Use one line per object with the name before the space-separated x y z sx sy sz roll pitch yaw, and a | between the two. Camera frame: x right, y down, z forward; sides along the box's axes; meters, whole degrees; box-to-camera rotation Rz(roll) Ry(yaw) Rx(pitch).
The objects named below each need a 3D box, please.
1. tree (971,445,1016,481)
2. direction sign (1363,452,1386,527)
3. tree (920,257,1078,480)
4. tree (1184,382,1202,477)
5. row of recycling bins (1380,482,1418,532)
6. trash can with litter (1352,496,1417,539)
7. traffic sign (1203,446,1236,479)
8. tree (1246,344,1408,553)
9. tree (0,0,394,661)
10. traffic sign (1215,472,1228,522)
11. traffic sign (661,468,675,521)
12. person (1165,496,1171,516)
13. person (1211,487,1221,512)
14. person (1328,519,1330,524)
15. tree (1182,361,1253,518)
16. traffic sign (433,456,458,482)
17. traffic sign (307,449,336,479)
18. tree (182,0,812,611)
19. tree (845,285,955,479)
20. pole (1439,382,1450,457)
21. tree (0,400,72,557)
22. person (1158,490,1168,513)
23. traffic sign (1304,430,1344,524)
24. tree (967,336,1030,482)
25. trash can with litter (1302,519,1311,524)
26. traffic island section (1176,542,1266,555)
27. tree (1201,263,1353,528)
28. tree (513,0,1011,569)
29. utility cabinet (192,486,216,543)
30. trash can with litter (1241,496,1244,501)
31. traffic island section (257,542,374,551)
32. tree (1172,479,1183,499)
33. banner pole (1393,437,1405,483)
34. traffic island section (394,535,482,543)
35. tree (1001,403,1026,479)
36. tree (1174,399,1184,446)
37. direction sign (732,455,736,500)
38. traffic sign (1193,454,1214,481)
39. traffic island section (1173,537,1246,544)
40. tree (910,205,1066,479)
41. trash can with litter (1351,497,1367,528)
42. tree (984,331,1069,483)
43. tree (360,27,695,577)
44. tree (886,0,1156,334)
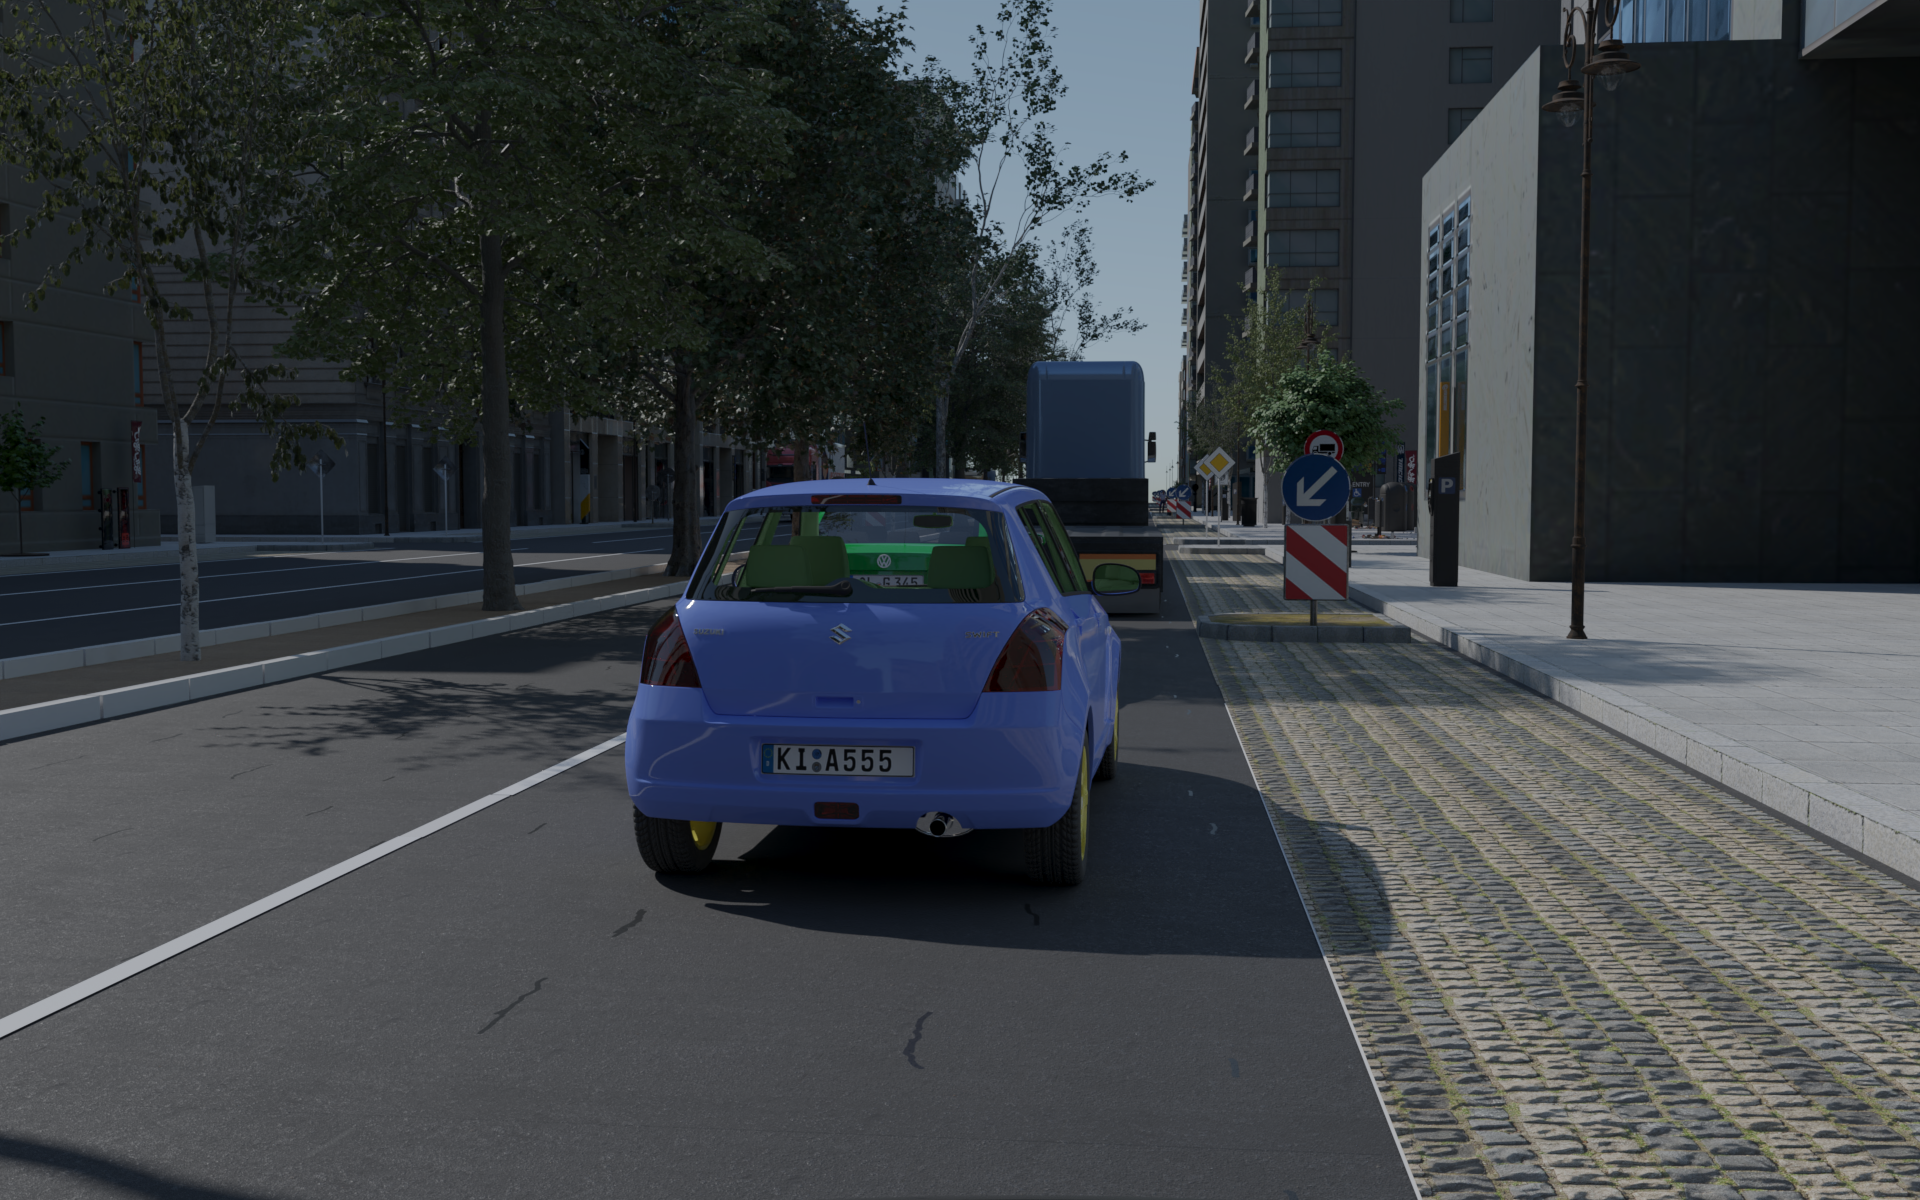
tree | 6.417 -22.073 286.652 9.928 11.665 9.643 0 3 0
direction sign | 16.356 -4.668 68.326 0.876 3.537 0.379 1 4 19
tree | 1.265 -10.621 86.474 12.009 13.543 11.850 0 3 0
tree | 11.385 -6.983 64.540 4.737 8.622 4.395 0 3 0
row of recycling bins | 15.322 -3.261 60.432 1.069 1.692 3.534 2 4 25
trash can with litter | 12.189 -2.386 50.072 1.678 1.210 2.233 0 4 7
traffic sign | 6.327 -2.445 42.173 0.795 2.593 0.064 0 4 6
tree | 8.018 -3.336 38.264 4.285 4.588 4.351 0 3 0
tree | -6.594 -3.762 14.326 4.360 8.622 3.978 0 3 0
traffic sign | 11.888 -4.686 78.751 0.606 2.300 0.079 1 4 14
traffic sign | -14.046 -5.092 83.365 0.768 2.556 0.104 1 4 15
person | 12.894 -5.964 106.428 0.576 1.772 0.534 -2 4 -23
person | 18.904 -7.335 126.068 1.348 1.812 0.705 -1 4 -15
person | 13.219 -3.399 61.796 0.511 1.800 0.466 3 5 43
tree | 14.250 -8.729 93.087 4.360 8.622 3.978 0 3 0
traffic sign | -15.601 -3.079 52.530 0.795 2.593 0.064 0 4 6
traffic sign | -16.439 -2.593 44.589 0.795 2.593 0.064 0 4 6
tree | -5.587 -6.108 20.451 7.486 12.596 7.792 0 3 0
tree | -2.144 -6.248 54.977 4.737 8.622 4.395 0 3 0
pole | 8.827 -2.311 31.623 0.158 3.312 0.155 0 3 0
tree | -19.357 -2.509 35.618 1.663 3.219 1.824 0 3 0
person | 15.401 -7.458 131.379 0.756 1.711 0.436 1 4 11
traffic sign | 7.199 -2.092 34.318 0.768 2.556 0.104 1 4 15
tree | 2.281 -9.757 96.399 8.767 10.594 7.601 0 4 6
trash can with litter | 14.452 -3.668 71.361 0.624 1.170 1.055 -1 4 -10
traffic island section | 6.351 -1.222 42.253 2.009 0.180 2.903 0 4 6
tree | 10.439 -6.392 54.865 4.737 8.622 4.395 0 3 0
tree | -3.637 -7.336 39.405 9.611 12.733 9.660 0 3 0
utility cabinet | -19.772 -2.238 45.268 0.318 1.500 1.173 -1 4 -11
trash can with litter | 16.920 -5.618 103.243 0.624 1.170 1.055 -1 4 -19
traffic island section | -16.463 -1.369 44.658 2.009 0.180 2.903 0 4 6
tree | 26.368 -13.216 210.685 1.663 3.219 1.824 0 3 0
banner pole | 18.519 -5.092 73.273 0.401 3.779 0.863 -2 4 -30
traffic island section | -15.625 -1.854 52.600 2.009 0.180 2.903 0 4 6
tree | 3.323 -9.152 102.451 4.360 8.622 3.978 0 3 0
tree | 16.325 -10.034 114.422 4.737 8.622 4.395 0 3 0
direction sign | -13.166 -6.665 100.969 0.379 3.537 0.876 0 4 5
traffic sign | 7.165 -2.931 50.114 0.795 2.593 0.064 0 4 6
traffic island section | 7.190 -1.707 50.195 2.009 0.180 2.903 0 4 6
tree | 0.057 -10.177 75.514 9.857 13.997 8.962 0 3 0
trash can with litter | 15.253 -3.356 66.260 0.624 1.170 1.055 1 4 14
tree | 3.888 -11.482 108.317 7.486 12.596 7.792 0 3 0
tree | -4.786 -6.747 29.779 9.611 12.733 9.660 0 3 0
tree | 0.401 -12.573 63.914 12.611 20.169 13.585 0 3 0
